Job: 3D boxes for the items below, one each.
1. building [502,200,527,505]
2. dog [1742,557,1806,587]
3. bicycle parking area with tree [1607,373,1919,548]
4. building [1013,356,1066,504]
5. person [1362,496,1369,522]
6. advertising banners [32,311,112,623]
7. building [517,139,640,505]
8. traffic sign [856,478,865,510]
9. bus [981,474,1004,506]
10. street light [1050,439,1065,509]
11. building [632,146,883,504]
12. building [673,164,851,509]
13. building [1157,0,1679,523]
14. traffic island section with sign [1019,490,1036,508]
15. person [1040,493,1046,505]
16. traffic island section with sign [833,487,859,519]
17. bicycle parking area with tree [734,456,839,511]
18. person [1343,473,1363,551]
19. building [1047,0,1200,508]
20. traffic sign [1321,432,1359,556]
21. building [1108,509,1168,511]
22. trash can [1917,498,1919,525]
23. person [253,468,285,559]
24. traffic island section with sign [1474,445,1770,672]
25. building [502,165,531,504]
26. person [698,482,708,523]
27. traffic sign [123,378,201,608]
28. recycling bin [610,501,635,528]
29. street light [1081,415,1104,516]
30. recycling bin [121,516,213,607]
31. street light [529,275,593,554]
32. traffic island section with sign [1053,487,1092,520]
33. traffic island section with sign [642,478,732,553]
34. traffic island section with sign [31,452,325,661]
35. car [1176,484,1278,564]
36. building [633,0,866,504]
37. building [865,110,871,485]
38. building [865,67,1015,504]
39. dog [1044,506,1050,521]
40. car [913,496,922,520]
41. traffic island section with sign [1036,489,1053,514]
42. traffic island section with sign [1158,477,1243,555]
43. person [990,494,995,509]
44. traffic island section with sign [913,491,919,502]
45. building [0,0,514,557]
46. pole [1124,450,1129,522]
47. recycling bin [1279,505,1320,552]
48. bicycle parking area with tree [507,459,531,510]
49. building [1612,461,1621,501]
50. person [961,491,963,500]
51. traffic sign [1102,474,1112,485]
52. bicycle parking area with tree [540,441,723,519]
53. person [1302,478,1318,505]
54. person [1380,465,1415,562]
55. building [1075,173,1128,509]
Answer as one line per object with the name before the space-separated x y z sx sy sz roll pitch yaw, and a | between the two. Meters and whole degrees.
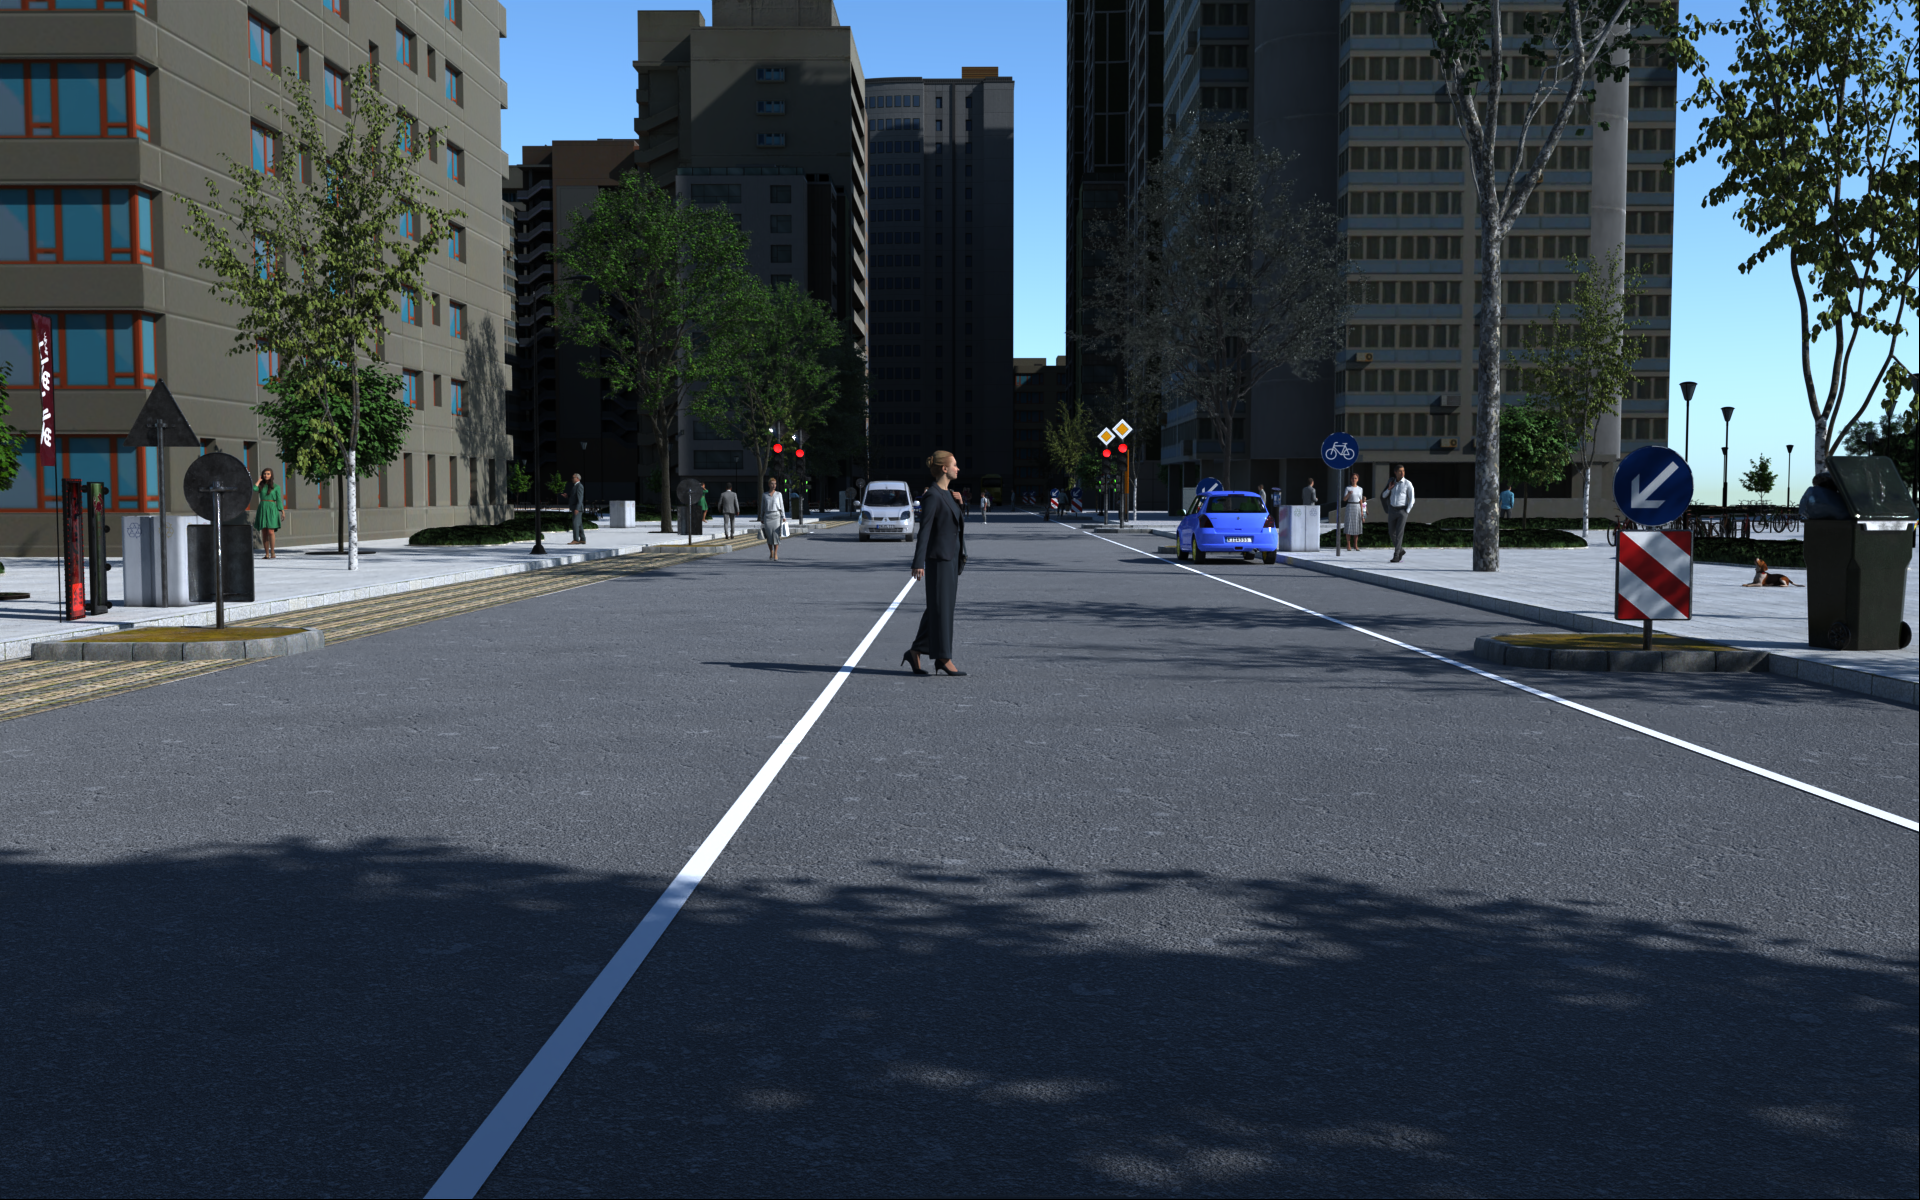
building | -64.969 -31.457 206.207 23.993 40.220 32.217 0 4 1
dog | 11.269 -0.381 23.968 0.748 0.427 0.550 3 4 38
bicycle parking area with tree | 20.816 -3.420 42.924 9.016 4.147 8.231 -3 5 -41
building | 21.854 -24.573 246.813 28.899 21.520 27.650 0 4 1
person | 13.714 -2.937 59.074 0.505 1.210 0.382 -3 5 -40
advertising banners | -9.056 -1.314 17.675 0.090 3.025 2.074 -1 4 -10
building | -45.784 -34.528 214.649 14.200 45.320 14.600 0 4 1
traffic sign | -7.977 -8.491 138.933 0.768 2.556 0.104 0 4 6
bus | 3.932 -13.434 211.192 2.896 3.916 12.252 0 4 2
street light | 8.274 -10.698 147.447 1.470 5.913 1.316 0 4 1
building | -24.288 -34.021 210.868 28.867 44.769 22.147 0 4 1
building | -17.419 -23.477 155.545 14.160 30.474 14.107 0 4 1
building | 23.232 -24.379 90.471 23.993 40.220 32.217 0 4 1
traffic island section with sign | 7.179 -10.138 174.379 1.989 1.847 2.006 0 4 1
person | 9.823 -12.099 207.115 1.065 1.426 0.557 1 4 17
traffic island section with sign | -6.119 -5.463 97.947 1.989 1.847 2.006 0 4 1
bicycle parking area with tree | -14.674 -8.723 129.621 9.016 4.147 8.231 -3 5 -41
person | 8.879 -1.981 39.000 0.480 1.755 0.524 -1 4 -13
building | 21.377 -47.184 209.707 20.563 71.187 20.611 0 4 1
traffic sign | 7.805 -2.175 35.661 0.768 2.556 0.104 0 4 4
building | 22.143 -42.668 135.870 20.563 71.187 20.611 0 4 1
trash can | 39.799 -3.666 71.590 0.748 1.137 0.748 0 3 0
person | -13.621 -1.703 34.134 0.600 1.795 0.529 -1 4 -20
traffic island section with sign | 5.560 -0.385 14.918 1.989 1.847 2.006 0 4 1
building | -67.356 -37.856 242.651 21.600 48.544 21.300 0 4 1
person | -11.438 -4.307 76.709 0.529 1.795 0.600 -1 4 -17
traffic sign | -8.970 -1.191 19.472 0.884 2.594 0.081 0 4 2
recycling bin | -12.740 -3.231 65.373 0.722 1.027 0.722 1 4 19
street light | 7.765 -7.874 101.288 1.470 5.913 1.316 0 4 1
recycling bin | -9.146 -0.455 19.994 0.722 1.027 0.722 0 4 3
street light | -8.484 -3.936 36.890 1.470 5.913 1.316 0 4 1
traffic island section with sign | 6.396 -5.419 97.227 1.989 1.847 2.006 0 4 1
traffic island section with sign | -6.675 -2.082 42.676 1.989 1.847 2.006 0 4 1
traffic island section with sign | -6.944 -0.434 15.722 1.989 1.847 2.006 0 4 1
car | 5.591 -1.654 36.639 1.945 1.707 3.694 0 4 -1
building | -20.806 -33.653 173.922 21.300 48.544 21.600 0 4 1
building | -17.242 -33.151 192.135 14.600 45.320 14.200 0 4 1
building | -6.736 -42.839 242.408 28.212 58.520 21.231 0 4 1
dog | 4.691 -4.576 91.654 0.513 0.831 0.800 3 4 37
car | -1.705 -4.654 88.671 1.945 1.354 3.894 0 4 -1
traffic island section with sign | 6.674 -7.067 124.181 1.989 1.847 2.006 0 4 1
traffic island section with sign | 5.841 -2.040 41.990 1.989 1.847 2.006 0 4 1
person | 2.950 -9.362 164.794 0.991 1.433 0.599 1 4 16
traffic island section with sign | -5.079 -11.795 201.469 1.989 1.847 2.006 0 4 1
building | -30.738 -12.441 48.454 28.899 21.520 27.650 0 4 1
pole | 7.639 -5.233 79.406 0.158 3.312 0.155 0 3 0
recycling bin | 7.587 -1.601 38.731 0.722 1.027 0.722 -1 4 -10
bicycle parking area with tree | -38.141 -9.490 142.166 8.231 4.147 9.016 1 4 19
building | 65.885 -36.019 208.526 30.456 49.044 23.786 0 4 1
person | 0.134 -10.385 179.014 0.721 1.743 1.217 -1 4 -9
traffic sign | 8.501 -6.131 100.352 0.768 2.556 0.104 0 4 2
bicycle parking area with tree | -18.195 -6.610 95.075 8.231 4.147 9.016 -2 4 -24
person | 11.424 -3.061 56.293 0.583 1.804 0.606 -2 4 -35
person | 8.248 -1.625 32.708 0.679 1.850 0.850 2 4 35
building | 17.740 -23.633 158.105 14.160 30.474 14.107 0 4 1
